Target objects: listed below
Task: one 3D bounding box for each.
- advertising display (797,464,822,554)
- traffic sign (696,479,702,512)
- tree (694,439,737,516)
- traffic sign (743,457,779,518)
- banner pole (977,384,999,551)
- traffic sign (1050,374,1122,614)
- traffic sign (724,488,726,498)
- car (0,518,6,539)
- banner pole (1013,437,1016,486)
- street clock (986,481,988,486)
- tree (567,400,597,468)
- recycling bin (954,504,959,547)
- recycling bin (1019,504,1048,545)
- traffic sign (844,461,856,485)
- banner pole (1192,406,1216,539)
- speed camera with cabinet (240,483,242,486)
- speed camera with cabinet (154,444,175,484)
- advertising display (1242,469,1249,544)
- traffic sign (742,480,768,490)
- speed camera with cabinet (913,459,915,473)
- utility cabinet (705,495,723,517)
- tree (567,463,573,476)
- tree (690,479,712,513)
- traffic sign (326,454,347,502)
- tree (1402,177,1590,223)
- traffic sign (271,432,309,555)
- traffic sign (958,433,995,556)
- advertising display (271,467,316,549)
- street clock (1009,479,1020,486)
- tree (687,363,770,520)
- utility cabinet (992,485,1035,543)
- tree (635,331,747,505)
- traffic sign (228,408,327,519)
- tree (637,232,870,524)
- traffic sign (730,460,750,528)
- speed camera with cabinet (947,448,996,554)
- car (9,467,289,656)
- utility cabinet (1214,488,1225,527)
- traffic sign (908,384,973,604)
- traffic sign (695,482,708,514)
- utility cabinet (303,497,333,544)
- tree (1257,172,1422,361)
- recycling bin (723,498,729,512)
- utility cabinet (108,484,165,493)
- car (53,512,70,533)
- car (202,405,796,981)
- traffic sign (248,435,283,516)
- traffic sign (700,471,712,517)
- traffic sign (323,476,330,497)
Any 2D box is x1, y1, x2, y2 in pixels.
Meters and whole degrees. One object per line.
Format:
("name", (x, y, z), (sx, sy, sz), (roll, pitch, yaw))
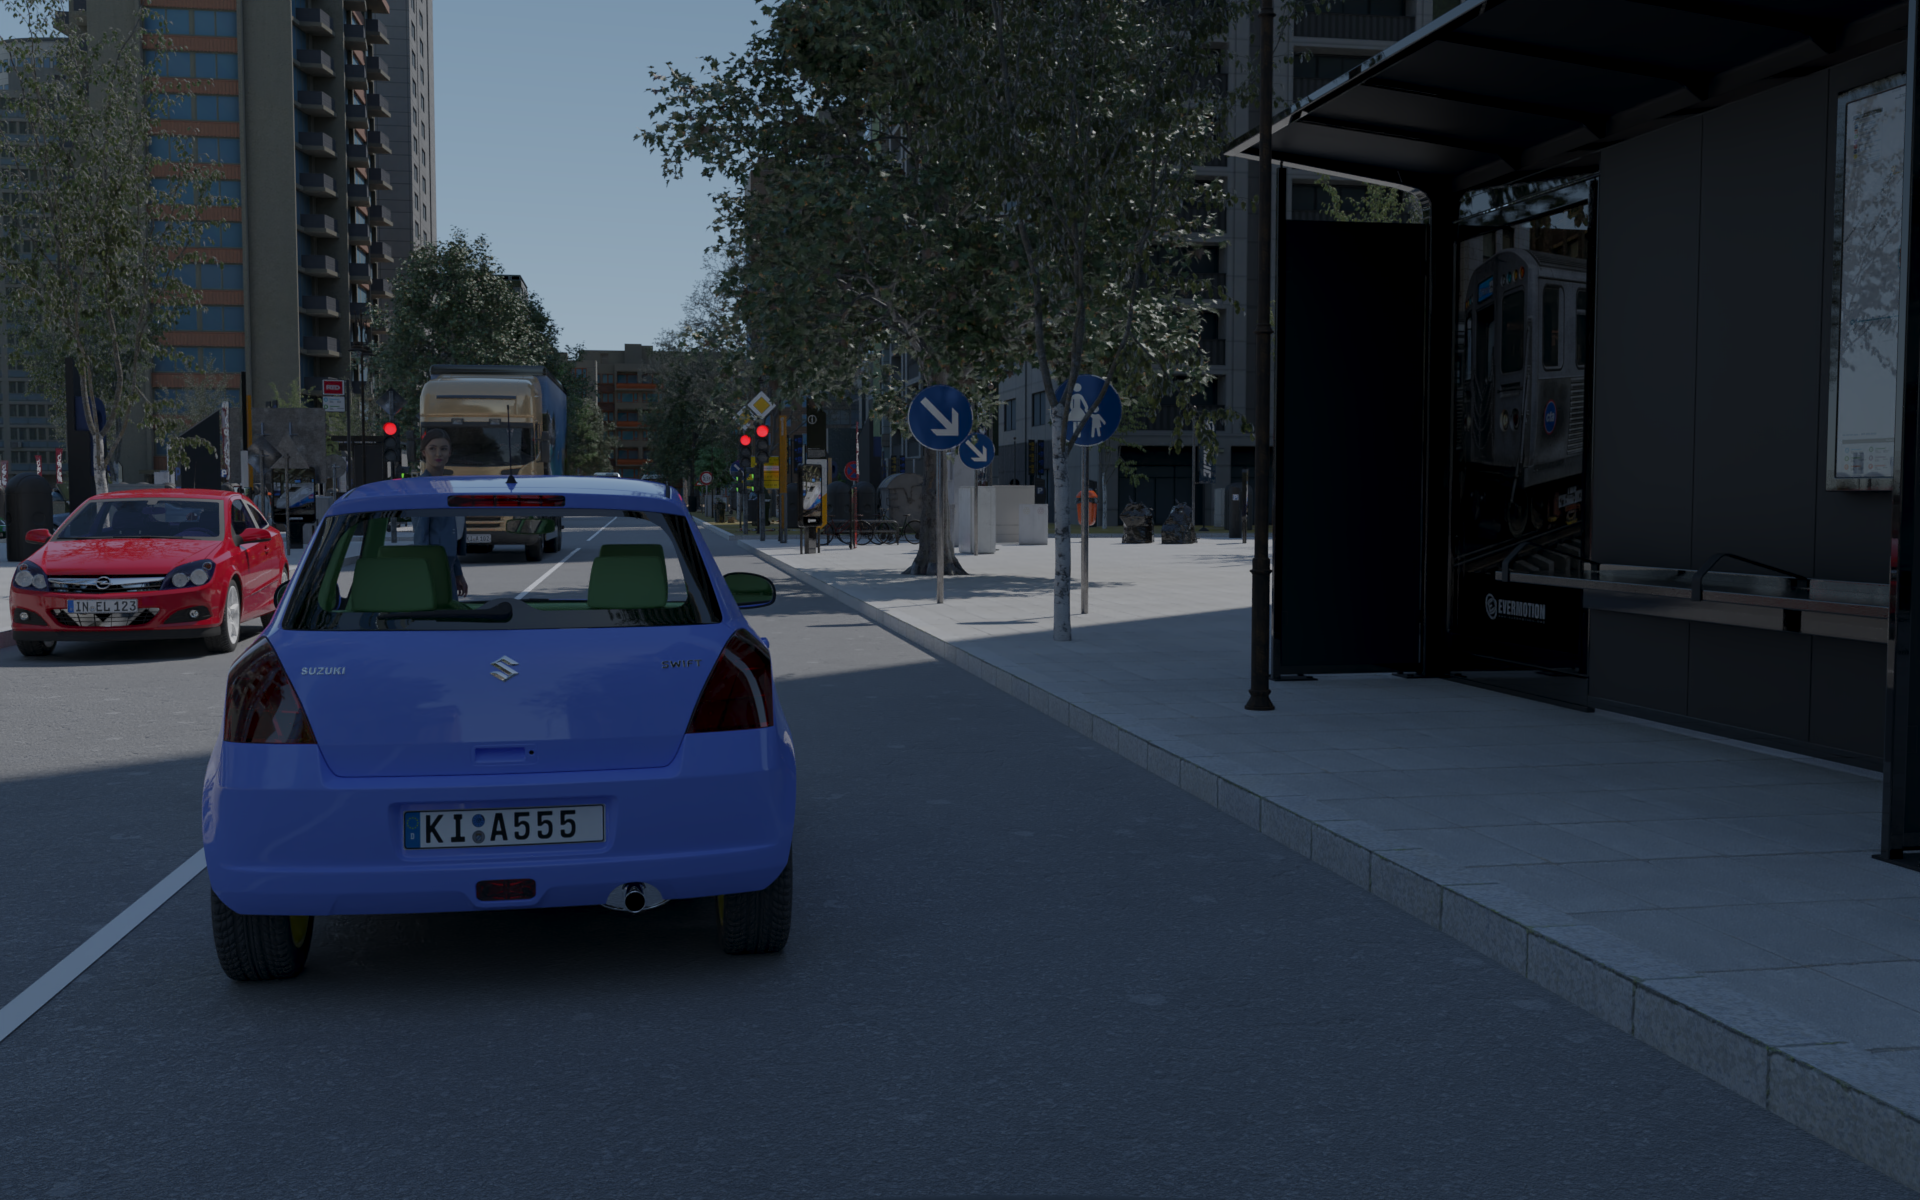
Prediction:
("advertising display", (-3.219, -1.955, 37.179), (0.123, 1.923, 0.974), (1, 4, 21))
("traffic sign", (-18.439, -7.552, 123.587), (0.768, 2.556, 0.104), (0, 4, -8))
("tree", (-14.368, -7.318, 103.361), (4.285, 4.588, 4.351), (0, 3, 0))
("traffic sign", (-10.399, -6.014, 92.208), (2.265, 3.308, 0.079), (0, 4, -6))
("banner pole", (0.583, -3.026, 39.498), (0.401, 3.779, 0.863), (-2, 4, -29))
("traffic sign", (1.336, -1.125, 18.493), (0.768, 2.556, 0.104), (0, 4, -1))
("traffic sign", (-17.650, -7.951, 130.110), (0.768, 2.556, 0.104), (-1, 4, -9))
("car", (-28.509, -2.342, 47.094), (4.718, 1.807, 1.959), (-1, 4, -12))
("banner pole", (2.391, -5.254, 75.912), (0.401, 3.779, 0.863), (0, 4, 1))
("street clock", (1.393, -5.569, 95.628), (0.358, 2.002, 0.471), (1, 4, 11))
("tree", (-30.868, -11.970, 130.114), (7.601, 10.594, 8.767), (-2, 4, -27))
("recycling bin", (0.136, -1.820, 42.310), (0.722, 1.027, 0.722), (2, 4, 25))
("recycling bin", (1.862, -1.914, 43.853), (0.722, 1.027, 0.722), (0, 4, 3))
("traffic sign", (-4.066, -4.066, 66.583), (0.768, 2.556, 0.104), (-1, 4, -9))
("banner pole", (6.880, -3.625, 49.281), (0.863, 3.779, 0.401), (0, 4, 3))
("speed camera with cabinet", (-47.784, -7.338, 114.315), (2.038, 3.252, 0.660), (0, 4, -5))
("speed camera with cabinet", (-31.639, -4.596, 69.475), (0.660, 3.252, 2.038), (0, 4, -4))
("advertising display", (7.449, -2.449, 45.256), (0.123, 1.923, 0.974), (1, 4, 12))
("traffic sign", (-13.629, -7.341, 113.906), (2.265, 3.308, 0.079), (0, 4, -6))
("speed camera with cabinet", (-2.682, -6.277, 96.957), (0.660, 3.252, 2.038), (1, 4, 23))
("utility cabinet", (-14.086, -5.379, 99.106), (1.020, 1.237, 0.306), (0, 4, -4))
("tree", (-32.604, -9.454, 138.283), (4.285, 4.588, 4.351), (0, 3, 0))
("tree", (-17.611, -7.663, 119.886), (1.663, 3.219, 1.824), (0, 3, 0))
("traffic sign", (-20.037, -3.388, 55.494), (0.768, 2.556, 0.104), (0, 4, -5))
("tree", (10.098, -4.968, 31.591), (4.360, 8.622, 3.978), (0, 3, 0))
("traffic sign", (-14.026, -2.209, 36.115), (0.884, 2.594, 0.081), (0, 4, -8))
("traffic sign", (0.336, -2.197, 36.026), (0.768, 2.556, 0.104), (-1, 4, -8))
("advertising display", (-15.584, -2.159, 40.519), (0.974, 1.923, 0.123), (-2, 4, -34))
("street clock", (2.531, -4.659, 80.743), (0.471, 2.002, 0.358), (-1, 4, -11))
("tree", (-11.366, -8.366, 87.150), (4.360, 8.622, 3.978), (0, 3, 0))
("utility cabinet", (1.328, -2.215, 44.889), (1.173, 1.500, 0.318), (-1, 4, -19))
("tree", (-30.925, -20.987, 199.032), (12.611, 20.169, 13.585), (0, 3, 0))
("traffic sign", (-16.104, -2.873, 40.848), (2.265, 3.308, 0.079), (0, 4, -4))
("tree", (-8.391, -9.986, 73.636), (12.009, 13.543, 11.850), (0, 3, 0))
("traffic sign", (-8.262, -3.976, 65.121), (0.768, 2.556, 0.104), (0, 4, -8))
("speed camera with cabinet", (0.228, -2.658, 37.798), (0.660, 3.252, 2.038), (-1, 4, -16))
("car", (-7.731, -0.474, 16.794), (2.155, 1.783, 4.494), (-1, 4, -12))
("utility cabinet", (10.162, -3.566, 66.985), (0.318, 1.500, 1.173), (2, 4, 28))
("traffic sign", (-0.232, -1.231, 20.226), (0.768, 2.556, 0.104), (0, 4, -7))
("traffic sign", (-16.337, -6.716, 109.811), (0.884, 2.594, 0.081), (0, 4, -2))
("utility cabinet", (-16.637, -2.037, 44.461), (1.020, 1.237, 0.306), (0, 4, 2))
("tree", (8.462, -5.324, 37.407), (4.737, 8.622, 4.395), (0, 3, 0))
("recycling bin", (-17.410, -7.014, 127.236), (0.722, 1.027, 0.722), (0, 4, 4))
("utility cabinet", (-18.051, -1.787, 37.901), (0.318, 1.500, 1.173), (3, 5, 44))
("car", (-22.981, -2.157, 47.267), (4.499, 1.417, 2.014), (-1, 4, -11))
("car", (-1.624, 0.188, 6.522), (1.945, 1.707, 3.694), (-1, 4, -12))
("traffic sign", (-13.686, -2.006, 33.981), (0.795, 2.450, 0.064), (0, 4, -4))
("traffic sign", (-14.158, -5.917, 96.842), (0.768, 2.556, 0.104), (0, 4, -2))
("traffic sign", (-21.433, -3.567, 58.420), (0.768, 2.556, 0.104), (0, 4, -3))
